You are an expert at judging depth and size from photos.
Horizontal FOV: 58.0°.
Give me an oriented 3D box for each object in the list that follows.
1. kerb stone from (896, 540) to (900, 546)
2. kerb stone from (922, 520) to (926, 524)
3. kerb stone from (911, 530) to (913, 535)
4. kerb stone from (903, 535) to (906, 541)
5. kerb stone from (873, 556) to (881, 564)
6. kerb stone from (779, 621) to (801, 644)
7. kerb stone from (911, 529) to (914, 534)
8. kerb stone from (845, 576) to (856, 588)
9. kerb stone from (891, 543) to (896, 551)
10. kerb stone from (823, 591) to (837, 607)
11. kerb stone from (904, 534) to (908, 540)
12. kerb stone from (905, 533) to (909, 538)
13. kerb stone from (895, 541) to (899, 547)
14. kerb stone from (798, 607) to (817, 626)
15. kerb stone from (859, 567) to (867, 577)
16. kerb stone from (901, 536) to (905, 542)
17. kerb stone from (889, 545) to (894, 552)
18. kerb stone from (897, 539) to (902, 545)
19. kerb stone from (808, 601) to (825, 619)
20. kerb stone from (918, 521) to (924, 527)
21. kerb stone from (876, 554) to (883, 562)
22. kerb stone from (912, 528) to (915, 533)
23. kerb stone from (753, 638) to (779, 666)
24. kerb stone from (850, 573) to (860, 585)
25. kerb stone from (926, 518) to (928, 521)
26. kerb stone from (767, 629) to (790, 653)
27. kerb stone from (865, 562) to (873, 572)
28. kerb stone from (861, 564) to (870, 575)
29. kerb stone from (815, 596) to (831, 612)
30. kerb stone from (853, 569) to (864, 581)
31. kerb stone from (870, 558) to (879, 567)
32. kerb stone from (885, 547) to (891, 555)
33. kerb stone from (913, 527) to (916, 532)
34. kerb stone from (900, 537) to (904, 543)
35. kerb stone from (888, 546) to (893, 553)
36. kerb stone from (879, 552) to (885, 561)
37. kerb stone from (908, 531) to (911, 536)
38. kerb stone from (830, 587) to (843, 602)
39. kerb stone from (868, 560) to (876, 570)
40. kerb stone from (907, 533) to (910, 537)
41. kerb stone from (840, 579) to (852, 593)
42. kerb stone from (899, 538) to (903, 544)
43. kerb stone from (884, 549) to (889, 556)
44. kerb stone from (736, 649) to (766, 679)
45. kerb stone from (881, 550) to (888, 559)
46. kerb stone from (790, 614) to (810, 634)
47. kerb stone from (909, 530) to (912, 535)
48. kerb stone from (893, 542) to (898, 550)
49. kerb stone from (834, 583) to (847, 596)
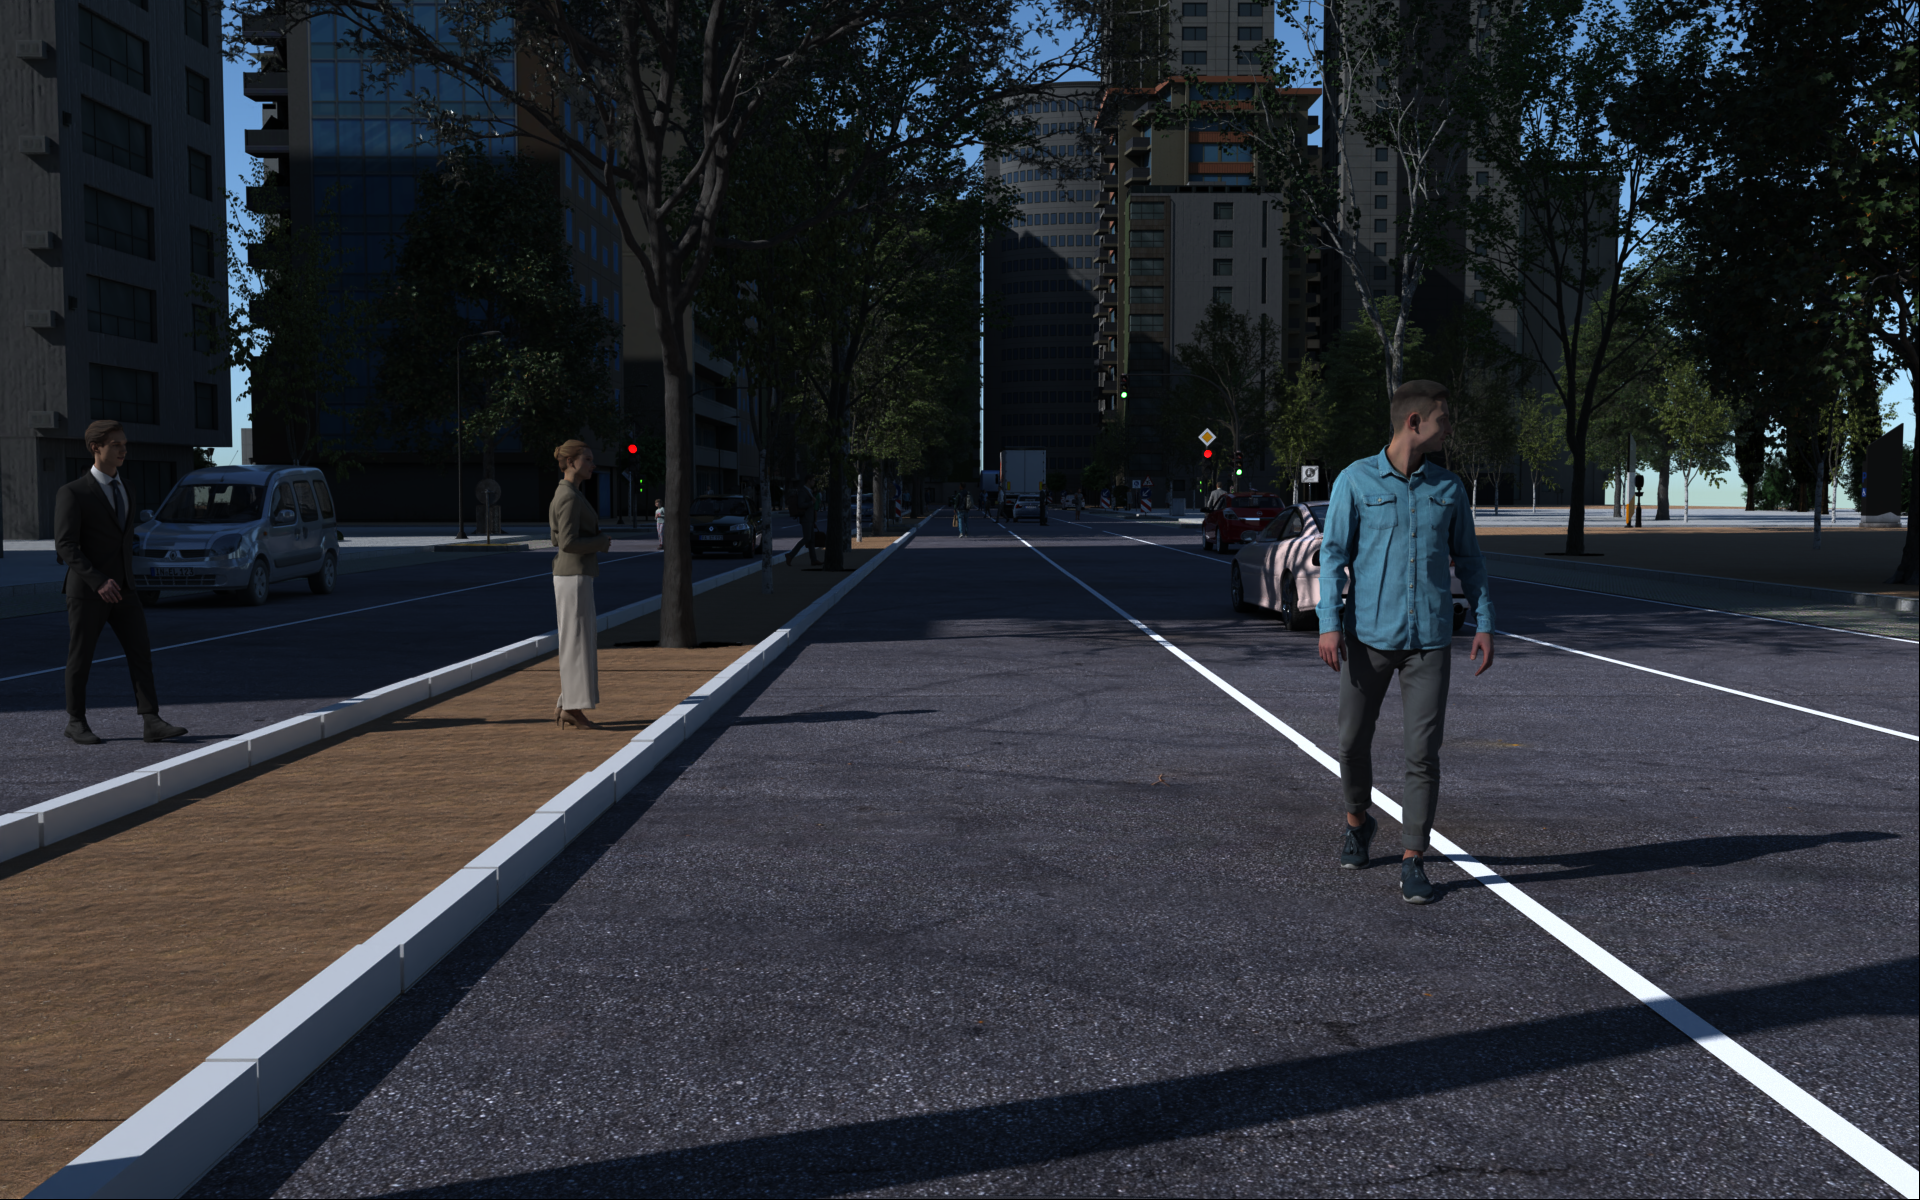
[{"bbox_3d":[-1.705,-1.421,45.457,0.120,0.150,1.000,0,3,0],"label":"kerb stone"},{"bbox_3d":[-1.763,-3.523,79.803,0.120,0.150,1.000,0,3,0],"label":"kerb stone"},{"bbox_3d":[-1.726,-2.174,57.783,0.120,0.150,1.000,0,3,0],"label":"kerb stone"},{"bbox_3d":[-1.711,-1.736,50.585,0.120,0.150,1.000,0,3,0],"label":"kerb stone"},{"bbox_3d":[-1.695,-0.733,34.182,0.120,0.150,1.000,0,3,0],"label":"kerb stone"},{"bbox_3d":[-1.666,0.335,16.729,0.120,0.150,1.000,0,3,0],"label":"kerb stone"},{"bbox_3d":[-1.726,-2.235,58.805,0.120,0.150,1.000,0,3,0],"label":"kerb stone"},{"bbox_3d":[-1.687,-0.230,25.974,0.120,0.150,1.000,0,3,0],"label":"kerb stone"},{"bbox_3d":[-1.704,-1.235,42.380,0.120,0.150,1.000,0,3,0],"label":"kerb stone"},{"bbox_3d":[-1.680,0.024,21.858,0.120,0.150,1.000,0,3,0],"label":"kerb stone"},{"bbox_3d":[-1.714,-1.798,51.622,0.120,0.150,1.000,0,3,0],"label":"kerb stone"},{"bbox_3d":[-1.710,-1.861,52.647,0.120,0.150,1.000,0,3,0],"label":"kerb stone"},{"bbox_3d":[-1.696,-1.358,44.434,0.120,0.150,1.000,0,3,0],"label":"kerb stone"},{"bbox_3d":[-1.677,0.209,18.785,0.120,0.150,1.000,0,3,0],"label":"kerb stone"},{"bbox_3d":[-1.689,-0.418,29.048,0.120,0.150,1.000,0,3,0],"label":"kerb stone"},{"bbox_3d":[-1.711,-1.674,49.563,0.120,0.150,1.000,0,3,0],"label":"kerb stone"},{"bbox_3d":[-1.706,-1.172,41.357,0.120,0.150,1.000,0,3,0],"label":"kerb stone"},{"bbox_3d":[-1.710,-1.485,46.479,0.120,0.150,1.000,0,3,0],"label":"kerb stone"},{"bbox_3d":[-1.678,0.150,19.813,0.120,0.150,1.000,0,3,0],"label":"kerb stone"},{"bbox_3d":[-1.749,-3.210,74.675,0.120,0.150,1.000,0,3,0],"label":"kerb stone"},{"bbox_3d":[-1.696,-0.796,35.204,0.120,0.150,1.000,0,3,0],"label":"kerb stone"},{"bbox_3d":[-1.727,-2.302,59.828,0.120,0.150,1.000,0,3,0],"label":"kerb stone"},{"bbox_3d":[-1.663,0.460,14.675,0.120,0.150,1.000,0,3,0],"label":"kerb stone"},{"bbox_3d":[-1.685,-0.289,26.997,0.120,0.150,1.000,0,3,0],"label":"kerb stone"},{"bbox_3d":[-1.750,-3.774,83.898,0.120,0.150,1.000,0,3,0],"label":"kerb stone"},{"bbox_3d":[-1.671,0.404,15.701,0.120,0.150,1.000,0,3,0],"label":"kerb stone"},{"bbox_3d":[-1.689,-0.544,31.104,0.120,0.150,1.000,0,3,0],"label":"kerb stone"},{"bbox_3d":[-1.689,-0.480,30.082,0.120,0.150,1.000,0,3,0],"label":"kerb stone"},{"bbox_3d":[-1.683,0.083,20.834,0.120,0.150,1.000,0,3,0],"label":"kerb stone"},{"bbox_3d":[-1.684,-0.356,28.023,0.120,0.150,1.000,0,3,0],"label":"kerb stone"},{"bbox_3d":[-1.686,-0.670,33.153,0.120,0.150,1.000,0,3,0],"label":"kerb stone"},{"bbox_3d":[-1.702,-1.046,39.305,0.120,0.150,1.000,0,3,0],"label":"kerb stone"},{"bbox_3d":[-1.739,-2.427,61.878,0.120,0.150,1.000,0,3,0],"label":"kerb stone"},{"bbox_3d":[-1.718,-1.611,48.541,0.120,0.150,1.000,0,3,0],"label":"kerb stone"},{"bbox_3d":[-1.703,-1.109,40.332,0.120,0.150,1.000,0,3,0],"label":"kerb stone"},{"bbox_3d":[-1.697,-0.857,36.226,0.120,0.150,1.000,0,3,0],"label":"kerb stone"},{"bbox_3d":[-1.723,-2.051,55.728,0.120,0.150,1.000,0,3,0],"label":"kerb stone"},{"bbox_3d":[-1.676,-0.038,22.880,0.120,0.150,1.000,0,3,0],"label":"kerb stone"},{"bbox_3d":[-1.693,-0.608,32.131,0.120,0.150,1.000,0,3,0],"label":"kerb stone"},{"bbox_3d":[-1.716,-1.921,53.682,0.120,0.150,1.000,0,3,0],"label":"kerb stone"},{"bbox_3d":[-1.685,-0.168,24.946,0.120,0.150,1.000,0,3,0],"label":"kerb stone"},{"bbox_3d":[-1.715,-1.549,47.517,0.120,0.150,1.000,0,3,0],"label":"kerb stone"},{"bbox_3d":[-1.700,-0.981,38.283,0.120,0.150,1.000,0,3,0],"label":"kerb stone"},{"bbox_3d":[-1.665,0.523,13.639,0.120,0.150,1.000,0,3,0],"label":"kerb stone"},{"bbox_3d":[-1.694,-0.921,37.250,0.120,0.150,1.000,0,3,0],"label":"kerb stone"},{"bbox_3d":[-1.670,0.275,17.760,0.120,0.150,1.000,0,3,0],"label":"kerb stone"},{"bbox_3d":[-1.725,-2.113,56.760,0.120,0.150,1.000,0,3,0],"label":"kerb stone"},{"bbox_3d":[-1.704,-1.297,43.408,0.120,0.150,1.000,0,3,0],"label":"kerb stone"},{"bbox_3d":[-1.689,-0.105,23.914,0.120,0.150,1.000,0,3,0],"label":"kerb stone"}]
